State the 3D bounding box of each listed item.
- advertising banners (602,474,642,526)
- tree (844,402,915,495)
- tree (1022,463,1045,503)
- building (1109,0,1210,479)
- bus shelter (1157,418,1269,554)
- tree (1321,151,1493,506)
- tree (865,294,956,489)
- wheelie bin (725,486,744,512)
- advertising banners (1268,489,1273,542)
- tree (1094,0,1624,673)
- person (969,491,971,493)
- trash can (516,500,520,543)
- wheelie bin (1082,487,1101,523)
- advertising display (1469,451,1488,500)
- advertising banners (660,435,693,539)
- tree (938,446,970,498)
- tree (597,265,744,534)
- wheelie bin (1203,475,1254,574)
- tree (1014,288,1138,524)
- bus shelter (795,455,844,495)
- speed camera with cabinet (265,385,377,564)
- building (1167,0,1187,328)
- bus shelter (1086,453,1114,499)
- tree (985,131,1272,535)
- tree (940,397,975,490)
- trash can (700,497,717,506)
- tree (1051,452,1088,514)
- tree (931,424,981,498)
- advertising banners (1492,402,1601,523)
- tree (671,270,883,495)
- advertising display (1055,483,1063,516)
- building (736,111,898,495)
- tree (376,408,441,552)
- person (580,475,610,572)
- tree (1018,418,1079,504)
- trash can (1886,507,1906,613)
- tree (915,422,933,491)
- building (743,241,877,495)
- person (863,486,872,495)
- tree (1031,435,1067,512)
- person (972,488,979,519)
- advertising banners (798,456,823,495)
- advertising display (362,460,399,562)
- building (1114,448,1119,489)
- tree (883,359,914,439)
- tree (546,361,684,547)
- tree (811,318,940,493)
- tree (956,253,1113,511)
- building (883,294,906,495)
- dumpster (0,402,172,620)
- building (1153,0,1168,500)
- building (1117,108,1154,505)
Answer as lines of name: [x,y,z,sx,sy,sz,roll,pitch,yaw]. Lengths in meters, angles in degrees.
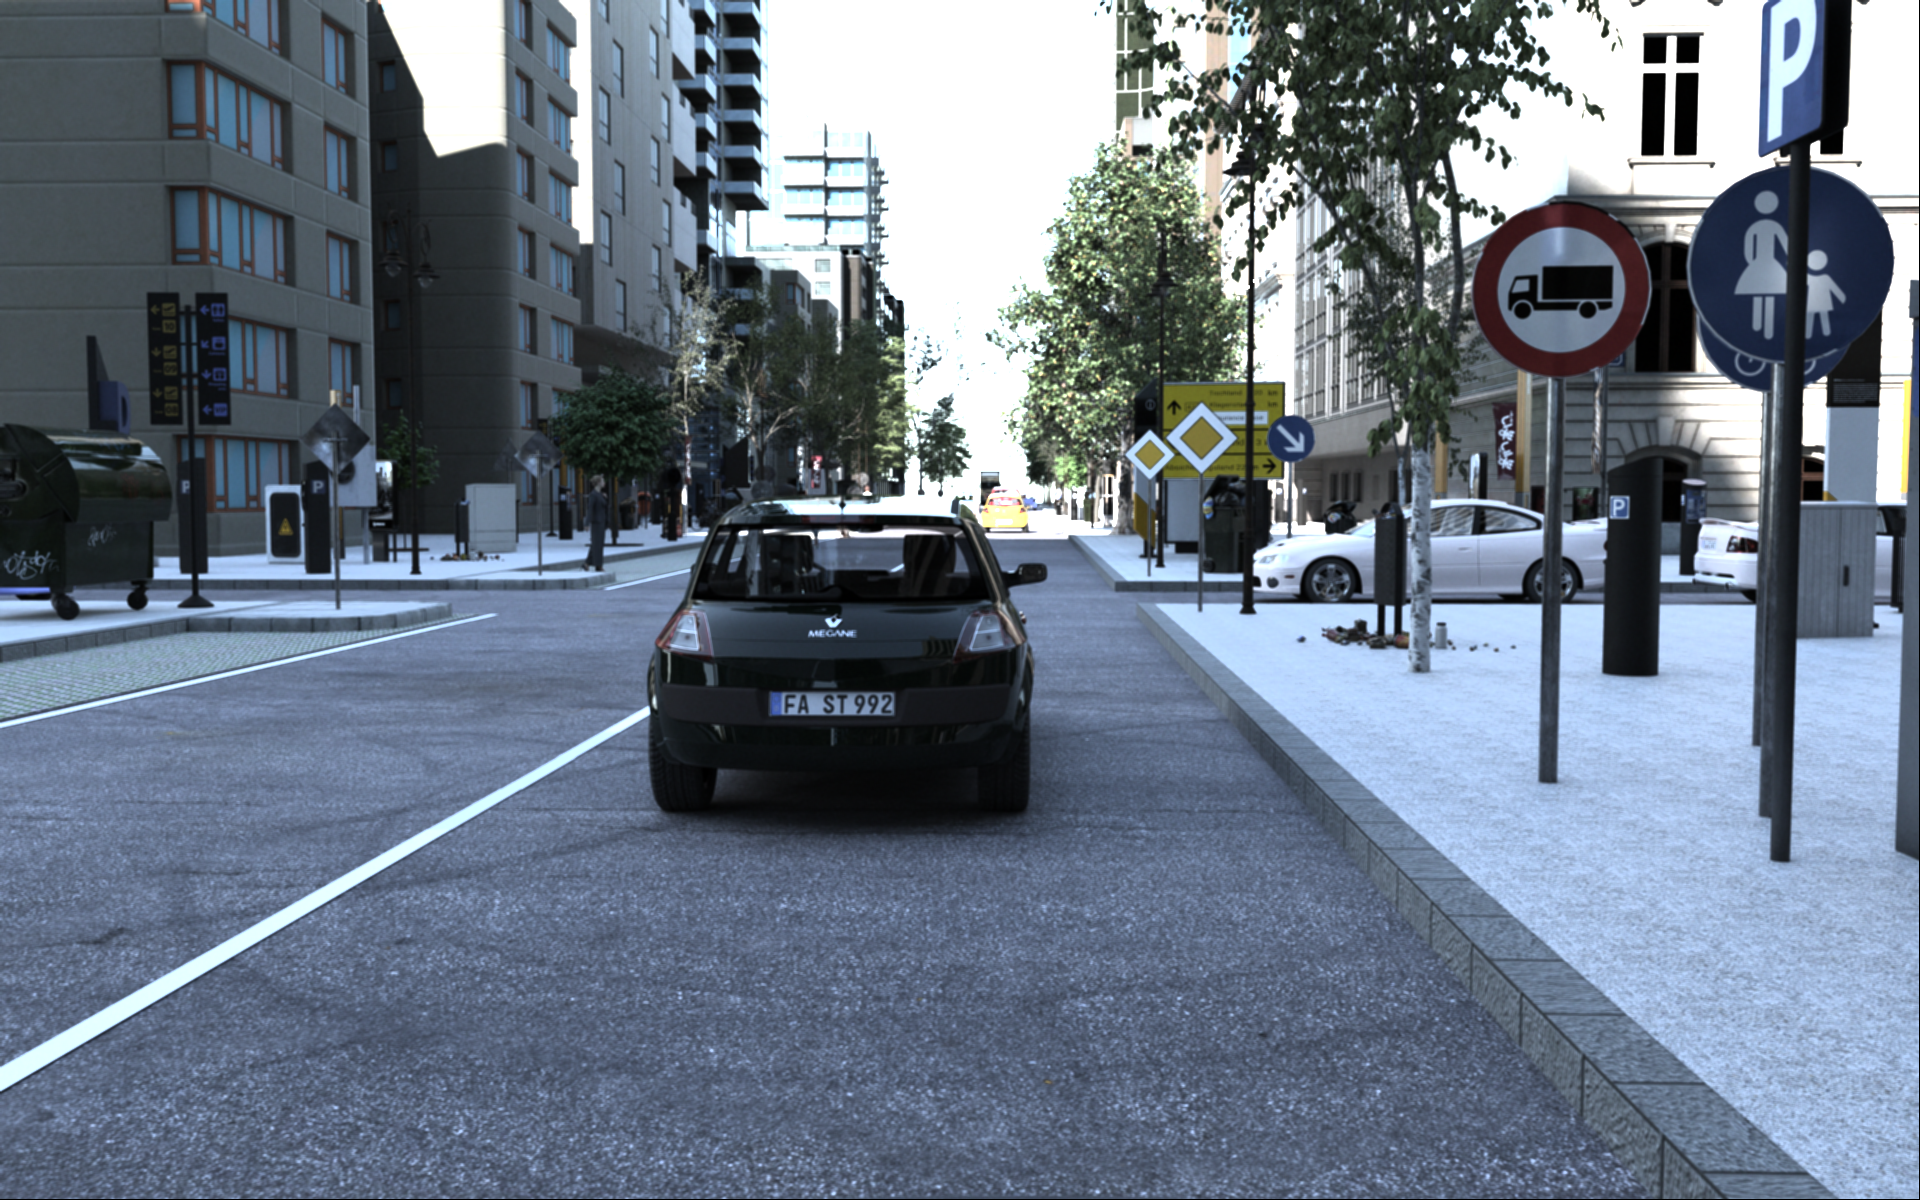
advertising banners: [-13.936,-4.549,70.565,2.074,3.025,0.090,1,4,12]
tree: [-6.118,-10.410,120.568,4.737,8.622,4.395,0,3,0]
tree: [12.693,-20.522,253.656,7.486,12.596,7.792,0,3,0]
building: [29.914,-49.593,249.097,20.563,71.187,20.611,0,4,2]
bus shelter: [5.108,-2.508,34.926,2.014,3.302,5.546,0,4,2]
tree: [9.521,-5.285,36.767,4.360,8.622,3.978,0,3,0]
tree: [-2.469,-18.794,163.171,12.611,20.169,13.585,0,3,0]
wheelie bin: [-8.359,-3.432,64.027,0.693,1.594,0.980,-1,4,-12]
advertising banners: [8.055,-3.027,45.687,0.090,3.025,2.074,1,4,20]
tree: [3.081,-3.784,12.231,4.737,8.622,4.395,0,3,0]
person: [0.947,-9.393,162.797,1.217,1.735,0.721,-1,4,-14]
trash can: [-11.383,-1.941,43.389,0.748,1.137,0.748,0,3,0]
wheelie bin: [5.928,-4.280,77.882,0.693,1.594,0.980,-3,5,-43]
advertising display: [7.946,-1.308,26.607,0.123,1.923,0.974,0,4,7]
advertising banners: [-8.283,-3.338,50.763,0.090,3.025,2.074,1,4,17]
tree: [-0.608,-18.497,252.785,4.360,8.622,3.978,0,3,0]
tree: [-9.018,-6.407,55.118,4.360,8.622,3.978,0,3,0]
wheelie bin: [4.368,-1.241,28.195,0.693,1.594,0.980,3,5,41]
tree: [6.106,-8.577,74.643,7.601,10.594,8.767,3,5,43]
bus shelter: [-7.538,-6.069,93.155,2.014,3.302,5.546,0,4,2]
speed camera with cabinet: [-11.703,-2.283,31.669,2.038,3.252,0.660,1,4,18]
building: [22.789,-27.518,133.511,14.154,41.232,14.086,0,4,2]
bus shelter: [7.523,-6.335,94.852,1.731,3.624,6.357,0,4,2]
tree: [5.375,-8.437,54.945,9.611,12.733,9.660,0,3,0]
tree: [-2.101,-17.376,202.228,7.486,12.596,7.792,0,3,0]
trash can: [-11.075,-3.962,76.436,0.748,1.137,0.748,0,3,0]
tree: [7.572,-7.893,112.767,4.285,4.588,4.351,0,3,0]
tree: [-1.119,-19.546,245.336,9.928,11.665,9.643,0,3,0]
advertising banners: [11.018,-2.225,32.566,2.074,3.025,0.090,2,4,32]
tree: [-8.087,-8.390,71.587,8.767,10.594,7.601,0,4,3]
advertising display: [5.773,-5.845,100.784,0.123,1.923,0.974,-1,4,-16]
building: [-20.543,-36.961,223.917,23.786,49.044,30.456,0,4,2]
tree: [-12.625,-2.711,38.927,1.663,3.219,1.824,0,3,0]
person: [-6.533,-1.350,30.986,0.534,1.772,0.576,-1,4,-13]
tree: [12.590,-19.410,243.104,9.928,11.665,9.643,0,3,0]
trash can: [10.378,-0.428,18.647,0.748,1.137,0.748,0,3,0]
tree: [-4.392,-11.160,132.826,4.737,8.622,4.395,0,3,0]
building: [-17.300,-26.324,202.100,14.160,30.474,14.107,0,4,2]
person: [-3.595,-3.635,68.502,0.480,1.755,0.524,1,4,16]
tree: [6.944,-10.518,122.335,4.360,8.622,3.978,0,3,0]
person: [0.829,-5.121,92.563,0.374,1.781,0.599,-1,4,-12]
advertising banners: [-7.228,-5.030,78.426,2.074,3.025,0.090,-1,4,-15]
advertising display: [-11.010,-1.692,32.875,0.974,1.923,0.123,2,4,35]
building: [31.210,-36.957,223.852,23.786,49.044,30.456,0,4,2]
tree: [-6.484,-9.248,85.625,8.767,10.594,7.601,0,4,-8]
tree: [-8.517,-3.622,42.934,4.285,4.588,4.351,0,3,0]
tree: [-6.045,-11.871,112.219,7.486,12.596,7.792,0,3,0]
tree: [6.973,-16.888,132.008,12.611,20.169,13.585,0,3,0]
building: [-15.230,-29.086,247.249,14.160,30.474,14.107,0,4,2]
dumpster: [-9.535,-0.968,18.326,1.502,2.255,1.985,0,4,2]
building: [27.729,-37.431,154.000,21.231,58.520,28.212,0,4,2]
building: [25.542,-33.723,201.487,14.600,45.320,14.200,0,4,2]
